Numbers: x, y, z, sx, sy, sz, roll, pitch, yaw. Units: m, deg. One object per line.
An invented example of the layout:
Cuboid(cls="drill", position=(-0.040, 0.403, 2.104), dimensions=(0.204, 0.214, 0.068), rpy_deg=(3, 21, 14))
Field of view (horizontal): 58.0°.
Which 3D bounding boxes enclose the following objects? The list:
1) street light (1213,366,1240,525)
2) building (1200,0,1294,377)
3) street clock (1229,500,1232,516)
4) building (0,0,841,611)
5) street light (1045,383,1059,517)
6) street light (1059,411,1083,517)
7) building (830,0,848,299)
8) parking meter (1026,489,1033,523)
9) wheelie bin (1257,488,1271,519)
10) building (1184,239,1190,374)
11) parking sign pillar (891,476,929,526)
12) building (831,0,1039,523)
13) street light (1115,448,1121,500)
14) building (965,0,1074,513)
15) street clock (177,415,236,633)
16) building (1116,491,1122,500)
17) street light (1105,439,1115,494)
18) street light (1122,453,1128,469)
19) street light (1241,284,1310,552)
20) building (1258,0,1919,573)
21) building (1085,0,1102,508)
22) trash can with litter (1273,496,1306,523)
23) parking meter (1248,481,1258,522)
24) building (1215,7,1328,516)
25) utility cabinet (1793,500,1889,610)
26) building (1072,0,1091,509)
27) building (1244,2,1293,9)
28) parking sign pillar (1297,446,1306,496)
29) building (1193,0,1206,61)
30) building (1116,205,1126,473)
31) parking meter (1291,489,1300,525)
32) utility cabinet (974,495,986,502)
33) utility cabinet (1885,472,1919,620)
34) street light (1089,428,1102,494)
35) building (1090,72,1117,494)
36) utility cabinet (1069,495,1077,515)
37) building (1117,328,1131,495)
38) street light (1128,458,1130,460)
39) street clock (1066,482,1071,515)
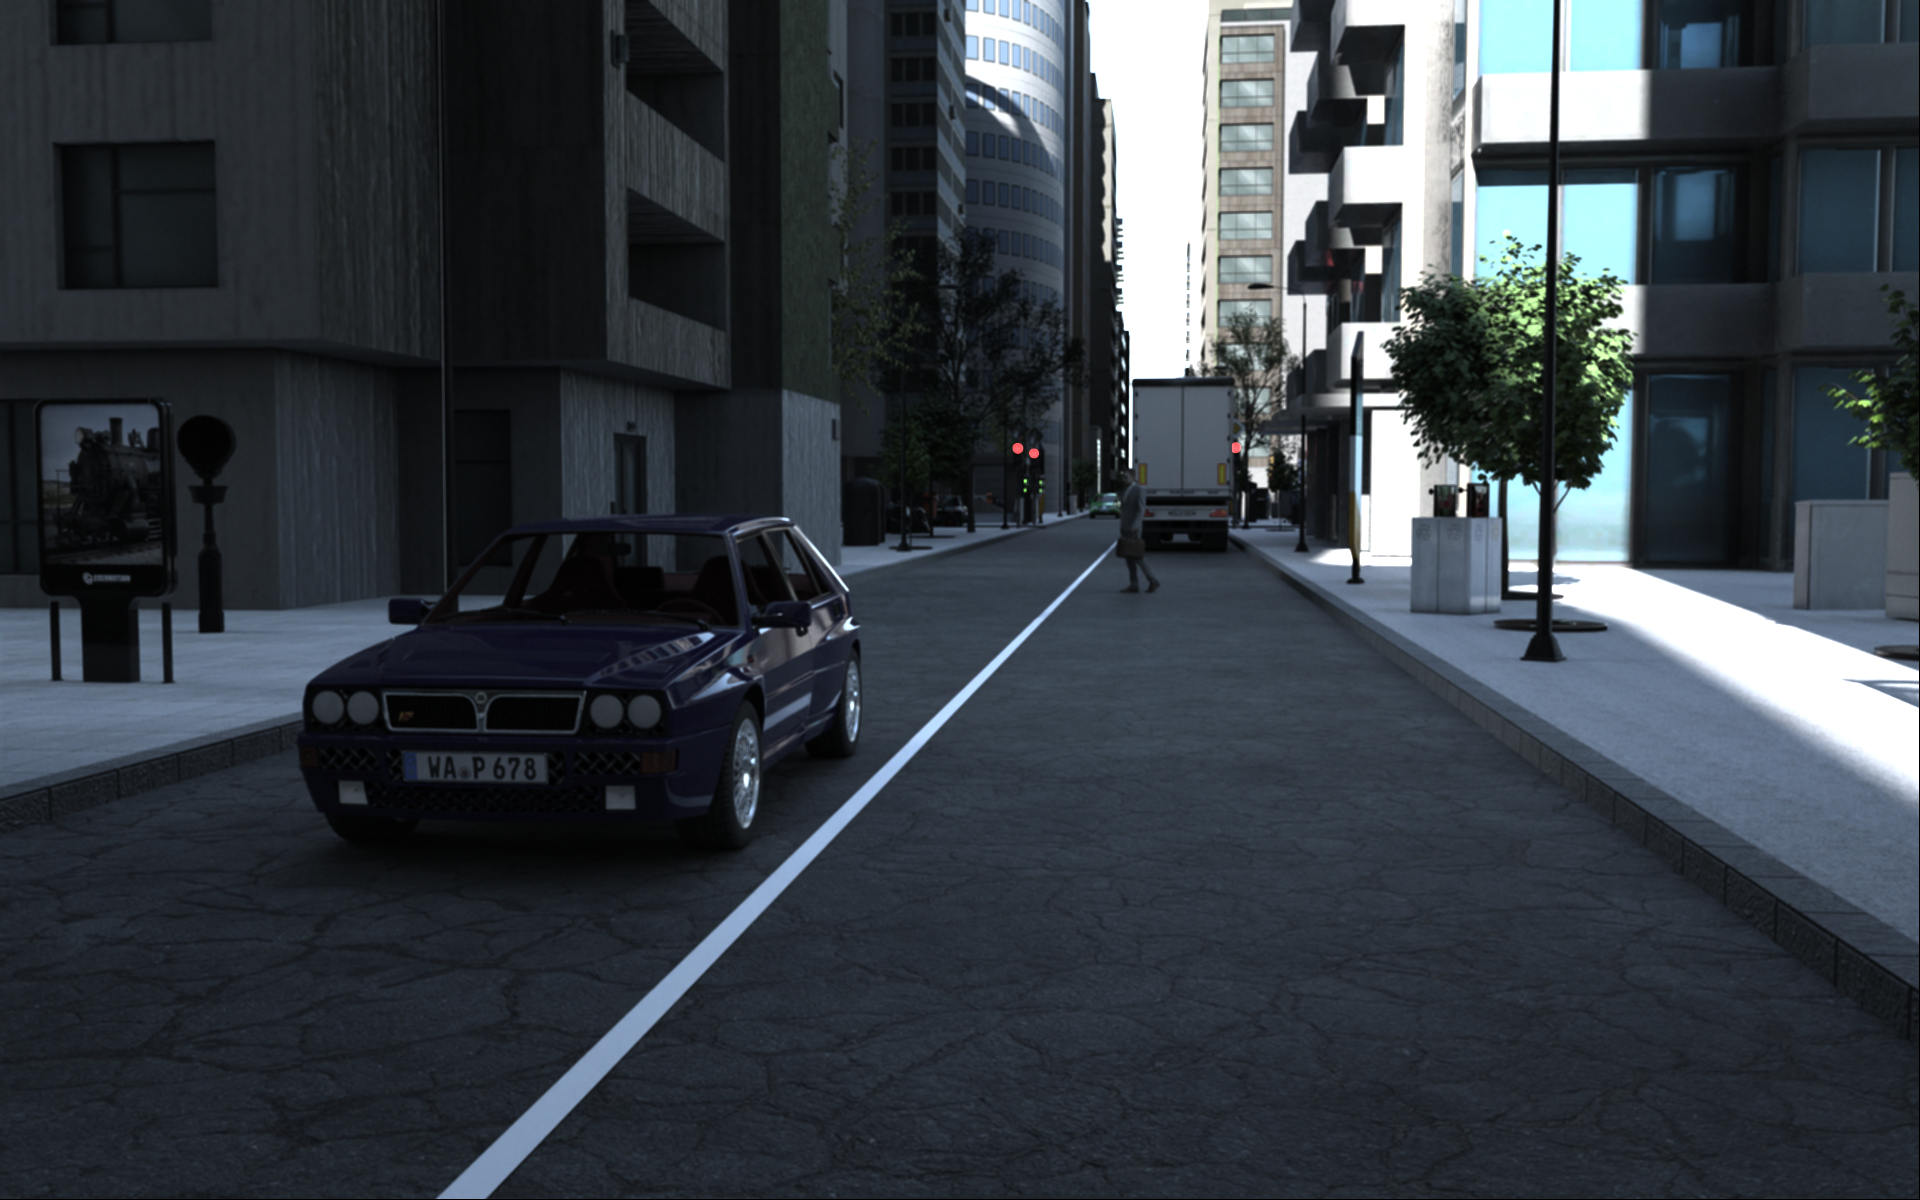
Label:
Cuboid(cls="street light", position=(9.895, -5.534, 63.021), dimensions=(1.470, 5.913, 1.316), rpy_deg=(0, 4, 7))
Cuboid(cls="building", position=(32.877, -32.646, 157.460), dimensions=(21.300, 48.544, 21.600), rpy_deg=(0, 4, 7))
Cuboid(cls="street clock", position=(15.565, -5.838, 100.022), dimensions=(0.471, 2.002, 0.358), rpy_deg=(2, 4, 35))
Cuboid(cls="building", position=(-9.930, -15.457, 24.418), dimensions=(14.160, 30.474, 14.107), rpy_deg=(0, 4, 7))
Cuboid(cls="street light", position=(3.261, -6.116, 72.533), dimensions=(1.470, 5.913, 1.316), rpy_deg=(0, 4, 7))
Cuboid(cls="street light", position=(6.160, -7.613, 97.018), dimensions=(1.470, 5.913, 1.316), rpy_deg=(0, 4, 7))
Cuboid(cls="building", position=(-18.659, -28.335, 52.522), dimensions=(27.495, 52.752, 28.713), rpy_deg=(0, 4, 7))
Cuboid(cls="parking meter", position=(3.070, -4.236, 77.664), dimensions=(0.372, 1.533, 0.369), rpy_deg=(0, 3, 0))
Cuboid(cls="wheelie bin", position=(15.277, -4.869, 87.520), dimensions=(0.980, 1.594, 0.693), rpy_deg=(2, 4, 33))
Cuboid(cls="building", position=(48.506, -38.764, 288.409), dimensions=(22.147, 44.769, 28.867), rpy_deg=(0, 4, 7))
Cuboid(cls="parking sign pillar", position=(-1.877, -4.618, 63.973), dimensions=(1.447, 3.967, 1.447), rpy_deg=(1, 4, 9))
Cuboid(cls="building", position=(-12.613, -24.055, 85.175), dimensions=(32.217, 40.220, 23.993), rpy_deg=(0, 4, 7))
Cuboid(cls="street light", position=(15.151, -12.261, 173.008), dimensions=(1.470, 5.913, 1.316), rpy_deg=(0, 4, 7))
Cuboid(cls="building", position=(-3.289, -35.448, 121.577), dimensions=(21.231, 58.520, 28.212), rpy_deg=(0, 4, 7))
Cuboid(cls="street clock", position=(-6.943, -0.700, 16.010), dimensions=(0.471, 2.002, 0.358), rpy_deg=(-1, 4, -12))
Cuboid(cls="building", position=(6.711, -33.827, 244.951), dimensions=(32.217, 40.220, 23.993), rpy_deg=(0, 4, 7))
Cuboid(cls="street light", position=(12.347, -10.765, 148.551), dimensions=(1.470, 5.913, 1.316), rpy_deg=(0, 4, 7))
Cuboid(cls="street light", position=(18.115, -13.773, 197.735), dimensions=(1.470, 5.913, 1.316), rpy_deg=(0, 4, 7))
Cuboid(cls="street light", position=(7.047, -4.023, 38.309), dimensions=(1.470, 5.913, 1.316), rpy_deg=(0, 4, 7))
Cuboid(cls="building", position=(19.619, -25.724, 40.195), dimensions=(23.786, 49.044, 30.456), rpy_deg=(0, 4, 7))
Cuboid(cls="building", position=(3.656, -52.873, 177.139), dimensions=(22.319, 86.520, 31.000), rpy_deg=(0, 4, 7))
Cuboid(cls="trash can with litter", position=(14.981, -3.996, 76.390), dimensions=(2.233, 1.210, 1.678), rpy_deg=(2, 4, 28))
Cuboid(cls="parking meter", position=(13.228, -4.436, 78.237), dimensions=(0.399, 1.863, 0.255), rpy_deg=(0, 4, -4))
Cuboid(cls="building", position=(22.790, -20.488, 106.676), dimensions=(14.160, 30.474, 14.107), rpy_deg=(0, 4, 7))
Cuboid(cls="utility cabinet", position=(9.843, -0.498, 19.302), dimensions=(1.020, 1.237, 0.306), rpy_deg=(0, 4, -8))
Cuboid(cls="building", position=(4.475, -30.916, 155.584), dimensions=(14.600, 45.320, 14.200), rpy_deg=(0, 4, 7))
Cuboid(cls="building", position=(33.600, -26.936, 132.290), dimensions=(32.217, 40.220, 23.993), rpy_deg=(0, 4, 7))
Cuboid(cls="parking sign pillar", position=(19.332, -6.573, 95.934), dimensions=(1.447, 3.967, 1.447), rpy_deg=(1, 4, 16))
Cuboid(cls="building", position=(34.967, -39.145, 182.023), dimensions=(21.231, 58.520, 28.212), rpy_deg=(0, 4, 7))
Cuboid(cls="building", position=(14.557, -39.878, 271.619), dimensions=(23.786, 49.044, 30.456), rpy_deg=(0, 4, 7))
Cuboid(cls="parking meter", position=(13.904, -3.872, 71.712), dimensions=(0.372, 1.533, 0.369), rpy_deg=(0, 3, 0))
Cuboid(cls="utility cabinet", position=(1.164, -5.918, 107.925), dimensions=(1.020, 1.237, 0.306), rpy_deg=(-1, 4, -11))
Cuboid(cls="utility cabinet", position=(9.768, -0.525, 17.270), dimensions=(0.318, 1.500, 1.173), rpy_deg=(0, 4, -6))
Cuboid(cls="street light", position=(9.101, -9.141, 121.999), dimensions=(1.470, 5.913, 1.316), rpy_deg=(0, 4, 7))
Cuboid(cls="building", position=(7.463, -35.510, 204.283), dimensions=(21.300, 48.544, 21.600), rpy_deg=(0, 4, 7))
Cuboid(cls="utility cabinet", position=(6.995, -5.878, 107.270), dimensions=(0.306, 1.237, 1.020), rpy_deg=(1, 4, 15))
Cuboid(cls="building", position=(21.705, -31.957, 294.198), dimensions=(14.160, 30.474, 14.107), rpy_deg=(0, 4, 7))
Cuboid(cls="street light", position=(21.969, -15.819, 231.180), dimensions=(1.470, 5.913, 1.316), rpy_deg=(0, 4, 7))
Cuboid(cls="street clock", position=(6.559, -6.132, 104.833), dimensions=(0.358, 2.002, 0.471), rpy_deg=(0, 4, 6))
